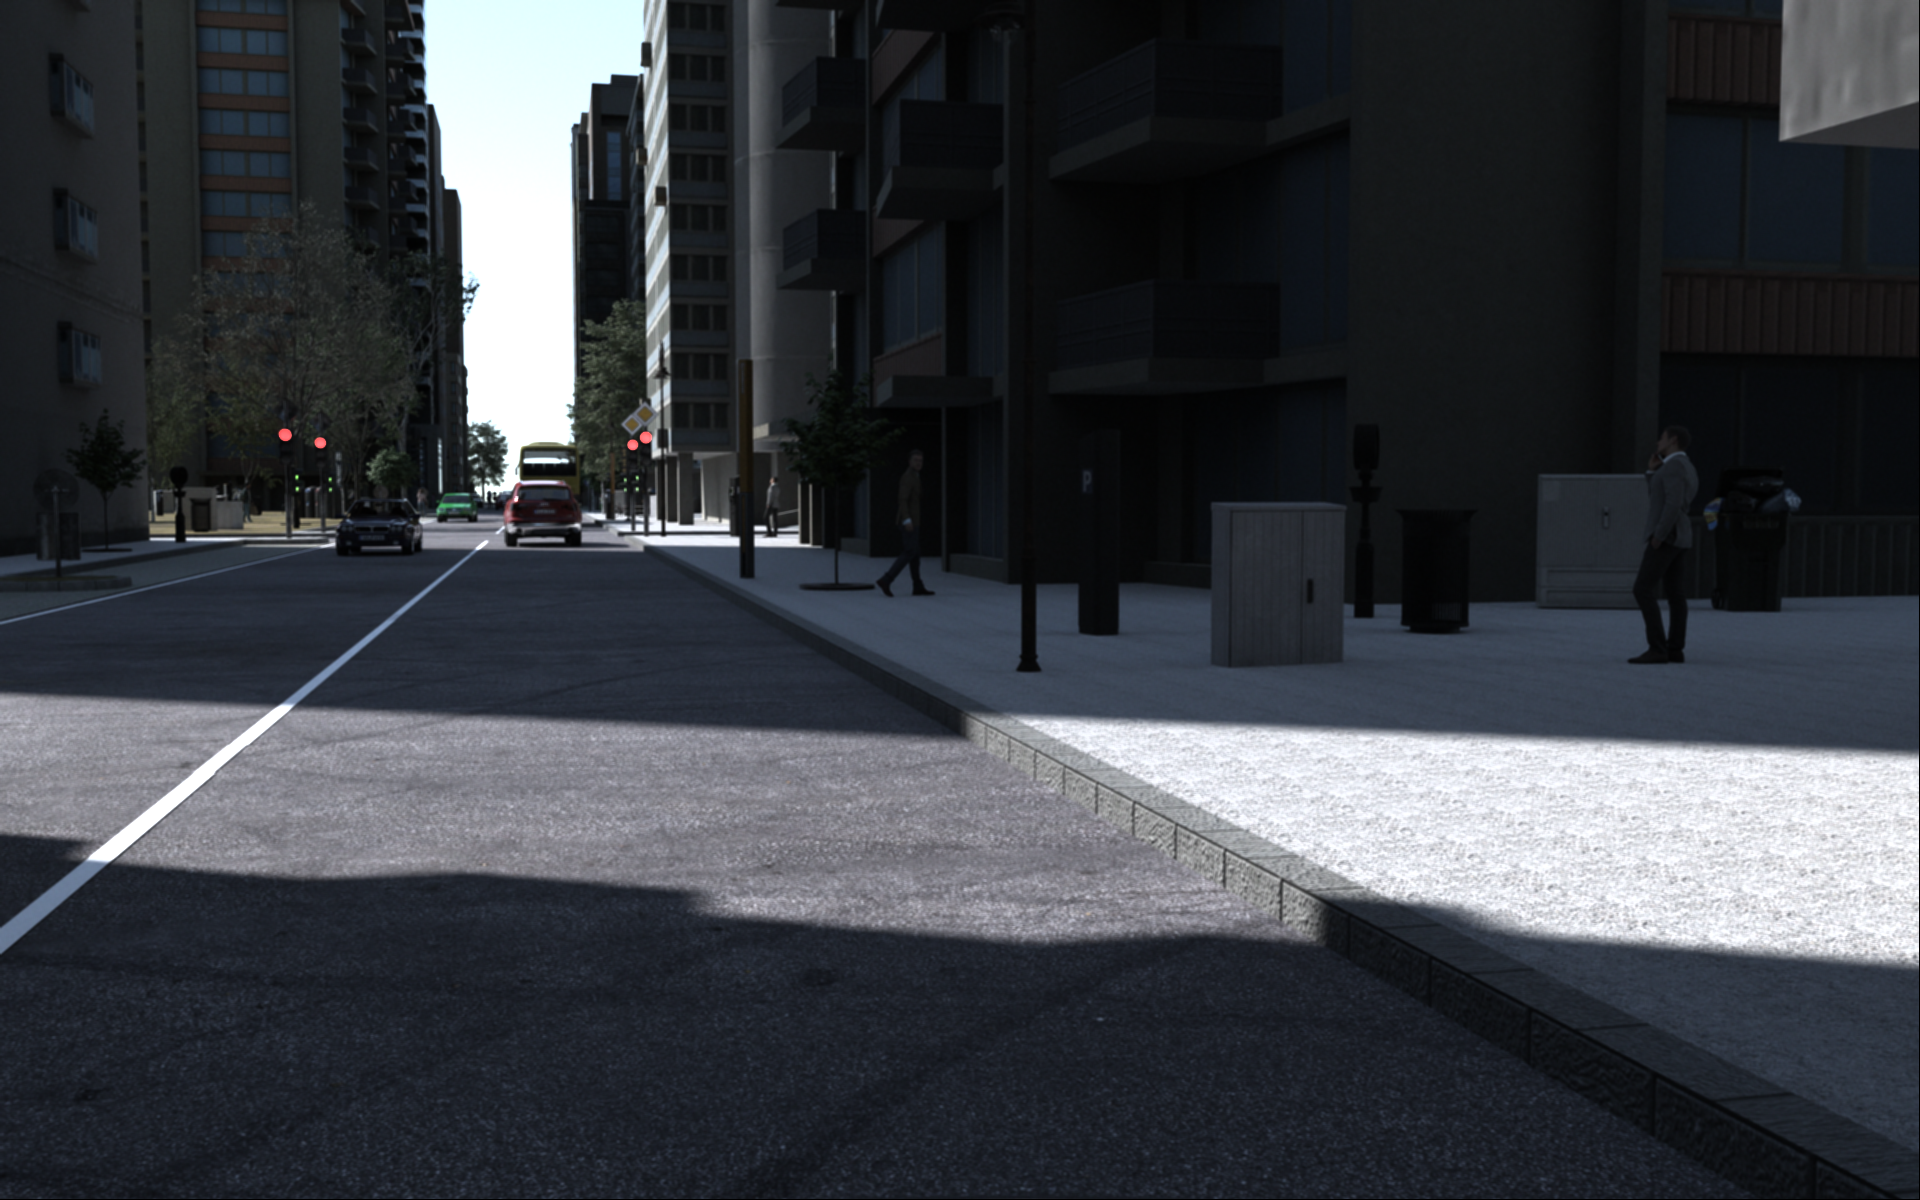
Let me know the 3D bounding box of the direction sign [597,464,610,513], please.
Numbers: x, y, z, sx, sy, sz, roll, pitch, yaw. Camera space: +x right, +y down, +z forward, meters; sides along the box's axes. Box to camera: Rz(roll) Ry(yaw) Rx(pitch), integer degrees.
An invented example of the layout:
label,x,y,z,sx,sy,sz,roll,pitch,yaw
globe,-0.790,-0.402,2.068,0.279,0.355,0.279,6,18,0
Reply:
label,x,y,z,sx,sy,sz,roll,pitch,yaw
direction sign,-23.607,-7.513,114.835,0.876,3.537,0.379,-1,4,-22

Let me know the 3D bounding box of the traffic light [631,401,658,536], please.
label,x,y,z,sx,sy,sz,roll,pitch,yaw
traffic light,-9.528,-3.883,52.404,0.839,4.253,0.868,-1,4,-13

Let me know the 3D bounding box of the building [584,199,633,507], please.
label,x,y,z,sx,sy,sz,roll,pitch,yaw
building,-30.316,-24.556,173.196,14.160,30.474,14.107,-1,4,-13

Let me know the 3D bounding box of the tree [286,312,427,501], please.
label,x,y,z,sx,sy,sz,roll,pitch,yaw
tree,-34.059,-10.522,97.791,9.928,11.665,9.643,0,3,0

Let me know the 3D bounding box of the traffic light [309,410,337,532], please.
label,x,y,z,sx,sy,sz,roll,pitch,yaw
traffic light,-21.268,-4.212,57.794,0.839,4.253,0.868,-1,4,-13

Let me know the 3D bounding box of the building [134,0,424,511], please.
label,x,y,z,sx,sy,sz,roll,pitch,yaw
building,-56.247,-29.777,141.477,22.147,44.769,28.867,-1,4,-13

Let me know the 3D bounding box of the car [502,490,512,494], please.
label,x,y,z,sx,sy,sz,roll,pitch,yaw
car,-46.369,-10.382,178.412,2.281,1.827,5.304,-1,4,-15

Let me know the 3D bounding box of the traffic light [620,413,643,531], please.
label,x,y,z,sx,sy,sz,roll,pitch,yaw
traffic light,-11.390,-4.358,60.170,0.839,4.253,0.868,-1,4,-13

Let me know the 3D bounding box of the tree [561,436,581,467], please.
label,x,y,z,sx,sy,sz,roll,pitch,yaw
tree,-47.641,-16.127,214.036,4.737,8.622,4.395,0,3,0

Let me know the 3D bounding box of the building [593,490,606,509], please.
label,x,y,z,sx,sy,sz,roll,pitch,yaw
building,-16.883,-28.420,156.555,32.217,40.220,23.993,-1,4,-13

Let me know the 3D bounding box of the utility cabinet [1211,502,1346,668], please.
label,x,y,z,sx,sy,sz,roll,pitch,yaw
utility cabinet,2.406,-0.117,13.069,1.020,1.237,0.306,-2,4,-23

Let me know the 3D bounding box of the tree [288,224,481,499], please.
label,x,y,z,sx,sy,sz,roll,pitch,yaw
tree,-40.828,-16.338,123.011,12.611,20.169,13.585,0,3,0

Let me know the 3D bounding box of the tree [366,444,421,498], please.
label,x,y,z,sx,sy,sz,roll,pitch,yaw
tree,-36.864,-7.894,112.775,4.285,4.588,4.351,0,3,0

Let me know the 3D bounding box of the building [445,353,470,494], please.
label,x,y,z,sx,sy,sz,roll,pitch,yaw
building,-78.335,-23.148,223.505,27.650,21.520,28.899,-1,4,-13

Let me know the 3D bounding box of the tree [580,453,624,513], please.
label,x,y,z,sx,sy,sz,roll,pitch,yaw
tree,-28.463,-9.310,135.932,4.285,4.588,4.351,0,3,0

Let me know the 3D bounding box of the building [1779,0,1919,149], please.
label,x,y,z,sx,sy,sz,roll,pitch,yaw
building,9.366,-19.418,1.081,14.154,41.232,14.086,-1,4,-13

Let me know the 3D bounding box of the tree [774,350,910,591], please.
label,x,y,z,sx,sy,sz,roll,pitch,yaw
tree,-1.739,-1.769,23.531,1.663,3.219,1.824,0,3,0

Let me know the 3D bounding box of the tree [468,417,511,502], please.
label,x,y,z,sx,sy,sz,roll,pitch,yaw
tree,-78.816,-23.172,285.511,9.857,13.997,8.962,0,3,0

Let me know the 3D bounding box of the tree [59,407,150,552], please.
label,x,y,z,sx,sy,sz,roll,pitch,yaw
tree,-18.951,-2.696,38.676,1.663,3.219,1.824,0,3,0

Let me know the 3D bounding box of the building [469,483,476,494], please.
label,x,y,z,sx,sy,sz,roll,pitch,yaw
building,-90.536,-34.884,262.232,32.217,40.220,23.993,-1,4,-13

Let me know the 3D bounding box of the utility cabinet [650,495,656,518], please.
label,x,y,z,sx,sy,sz,roll,pitch,yaw
utility cabinet,-16.369,-5.039,93.553,0.306,1.237,1.020,-3,5,-42

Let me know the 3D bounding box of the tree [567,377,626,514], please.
label,x,y,z,sx,sy,sz,roll,pitch,yaw
tree,-22.491,-9.694,108.867,4.360,8.622,3.978,0,3,0

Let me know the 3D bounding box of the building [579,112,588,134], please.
label,x,y,z,sx,sy,sz,roll,pitch,yaw
building,-36.998,-39.590,236.540,28.713,52.752,27.495,-1,4,-13

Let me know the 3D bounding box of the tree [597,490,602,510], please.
label,x,y,z,sx,sy,sz,roll,pitch,yaw
tree,-28.733,-8.860,139.454,1.663,3.219,1.824,0,3,0

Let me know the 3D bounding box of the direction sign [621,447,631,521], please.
label,x,y,z,sx,sy,sz,roll,pitch,yaw
direction sign,-15.865,-5.552,82.770,0.876,3.537,0.379,3,4,37

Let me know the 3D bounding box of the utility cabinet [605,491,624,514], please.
label,x,y,z,sx,sy,sz,roll,pitch,yaw
utility cabinet,-22.255,-6.302,111.709,1.173,1.500,0.318,0,4,1

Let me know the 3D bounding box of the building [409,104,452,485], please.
label,x,y,z,sx,sy,sz,roll,pitch,yaw
building,-65.162,-33.229,193.398,14.600,45.320,14.200,-1,4,-13

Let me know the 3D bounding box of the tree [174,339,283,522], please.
label,x,y,z,sx,sy,sz,roll,pitch,yaw
tree,-33.147,-7.952,80.374,4.737,8.622,4.395,0,3,0

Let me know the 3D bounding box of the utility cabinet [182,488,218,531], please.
label,x,y,z,sx,sy,sz,roll,pitch,yaw
utility cabinet,-26.146,-3.113,59.581,1.173,1.500,0.318,1,4,15

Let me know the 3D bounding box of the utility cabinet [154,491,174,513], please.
label,x,y,z,sx,sy,sz,roll,pitch,yaw
utility cabinet,-52.200,-6.416,113.583,0.318,1.500,1.173,3,5,43

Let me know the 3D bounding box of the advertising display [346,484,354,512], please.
label,x,y,z,sx,sy,sz,roll,pitch,yaw
advertising display,-39.597,-6.561,112.492,0.123,1.923,0.974,0,4,4

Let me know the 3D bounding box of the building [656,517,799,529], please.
label,x,y,z,sx,sy,sz,roll,pitch,yaw
building,-2.052,-23.647,78.508,23.993,40.220,32.217,-1,4,-13

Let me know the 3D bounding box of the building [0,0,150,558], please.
label,x,y,z,sx,sy,sz,roll,pitch,yaw
building,-30.300,-25.093,33.979,21.600,48.544,21.300,-1,4,-13

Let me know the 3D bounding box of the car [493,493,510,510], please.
label,x,y,z,sx,sy,sz,roll,pitch,yaw
car,-40.896,-8.986,155.959,2.155,1.783,4.494,-1,4,-14

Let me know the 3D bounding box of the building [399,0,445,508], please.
label,x,y,z,sx,sy,sz,roll,pitch,yaw
building,-62.471,-52.402,169.437,22.319,86.520,31.000,-1,4,-13

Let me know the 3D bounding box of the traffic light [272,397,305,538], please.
label,x,y,z,sx,sy,sz,roll,pitch,yaw
traffic light,-19.406,-3.737,50.028,0.839,4.253,0.868,-1,4,-13

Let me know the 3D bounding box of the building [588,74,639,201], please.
label,x,y,z,sx,sy,sz,roll,pitch,yaw
building,-32.649,-32.837,186.997,14.600,45.320,14.200,-1,4,-13

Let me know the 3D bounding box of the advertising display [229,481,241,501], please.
label,x,y,z,sx,sy,sz,roll,pitch,yaw
advertising display,-36.389,-4.990,86.794,0.123,1.923,0.974,0,4,-4

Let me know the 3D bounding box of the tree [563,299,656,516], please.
label,x,y,z,sx,sy,sz,roll,pitch,yaw
tree,-19.087,-11.175,100.843,7.486,12.596,7.792,0,3,0

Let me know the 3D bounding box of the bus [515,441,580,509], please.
label,x,y,z,sx,sy,sz,roll,pitch,yaw
bus,-19.110,-5.422,80.200,2.896,3.916,12.252,-1,4,-14

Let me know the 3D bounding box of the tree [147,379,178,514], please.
label,x,y,z,sx,sy,sz,roll,pitch,yaw
tree,-49.439,-9.678,108.594,4.737,8.622,4.395,0,3,0

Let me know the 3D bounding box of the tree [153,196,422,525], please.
label,x,y,z,sx,sy,sz,roll,pitch,yaw
tree,-27.575,-9.860,71.573,12.009,13.543,11.850,0,3,0

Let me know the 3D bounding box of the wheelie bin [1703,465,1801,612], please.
label,x,y,z,sx,sy,sz,roll,pitch,yaw
wheelie bin,8.718,-0.680,19.024,0.980,1.594,0.693,0,4,8

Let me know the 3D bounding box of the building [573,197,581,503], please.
label,x,y,z,sx,sy,sz,roll,pitch,yaw
building,-49.617,-37.005,255.149,14.600,45.320,14.200,-1,4,-13

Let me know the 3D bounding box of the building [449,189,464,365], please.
label,x,y,z,sx,sy,sz,roll,pitch,yaw
building,-77.784,-36.417,245.523,14.600,45.320,14.200,-1,4,-13

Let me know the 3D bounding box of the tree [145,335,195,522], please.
label,x,y,z,sx,sy,sz,roll,pitch,yaw
tree,-37.430,-7.900,79.525,4.360,8.622,3.978,0,3,0

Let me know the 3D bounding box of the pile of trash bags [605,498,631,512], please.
label,x,y,z,sx,sy,sz,roll,pitch,yaw
pile of trash bags,-24.572,-7.043,124.909,1.912,1.369,3.447,-1,4,-17

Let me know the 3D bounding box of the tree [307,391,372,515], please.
label,x,y,z,sx,sy,sz,roll,pitch,yaw
tree,-38.065,-9.556,106.610,4.360,8.622,3.978,0,3,0

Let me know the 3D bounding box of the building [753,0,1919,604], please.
label,x,y,z,sx,sy,sz,roll,pitch,yaw
building,8.102,-23.175,33.531,22.147,44.769,28.867,-1,4,-13

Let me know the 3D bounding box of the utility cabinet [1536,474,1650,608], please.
label,x,y,z,sx,sy,sz,roll,pitch,yaw
utility cabinet,7.073,-0.651,19.329,1.173,1.500,0.318,1,4,9

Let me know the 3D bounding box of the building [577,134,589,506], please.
label,x,y,z,sx,sy,sz,roll,pitch,yaw
building,-37.044,-31.637,200.865,14.154,41.232,14.086,-1,4,-13

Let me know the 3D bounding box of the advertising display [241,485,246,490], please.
label,x,y,z,sx,sy,sz,roll,pitch,yaw
advertising display,-50.551,-7.104,121.356,0.974,1.923,0.123,0,4,-5

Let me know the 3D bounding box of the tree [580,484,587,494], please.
label,x,y,z,sx,sy,sz,roll,pitch,yaw
tree,-40.282,-11.555,183.530,1.663,3.219,1.824,0,3,0

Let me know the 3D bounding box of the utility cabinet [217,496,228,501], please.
label,x,y,z,sx,sy,sz,roll,pitch,yaw
utility cabinet,-28.758,-3.408,66.889,1.020,1.237,0.306,2,4,25

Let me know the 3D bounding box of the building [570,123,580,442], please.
label,x,y,z,sx,sy,sz,roll,pitch,yaw
building,-51.135,-44.938,276.736,21.231,58.520,28.212,-1,4,-13
